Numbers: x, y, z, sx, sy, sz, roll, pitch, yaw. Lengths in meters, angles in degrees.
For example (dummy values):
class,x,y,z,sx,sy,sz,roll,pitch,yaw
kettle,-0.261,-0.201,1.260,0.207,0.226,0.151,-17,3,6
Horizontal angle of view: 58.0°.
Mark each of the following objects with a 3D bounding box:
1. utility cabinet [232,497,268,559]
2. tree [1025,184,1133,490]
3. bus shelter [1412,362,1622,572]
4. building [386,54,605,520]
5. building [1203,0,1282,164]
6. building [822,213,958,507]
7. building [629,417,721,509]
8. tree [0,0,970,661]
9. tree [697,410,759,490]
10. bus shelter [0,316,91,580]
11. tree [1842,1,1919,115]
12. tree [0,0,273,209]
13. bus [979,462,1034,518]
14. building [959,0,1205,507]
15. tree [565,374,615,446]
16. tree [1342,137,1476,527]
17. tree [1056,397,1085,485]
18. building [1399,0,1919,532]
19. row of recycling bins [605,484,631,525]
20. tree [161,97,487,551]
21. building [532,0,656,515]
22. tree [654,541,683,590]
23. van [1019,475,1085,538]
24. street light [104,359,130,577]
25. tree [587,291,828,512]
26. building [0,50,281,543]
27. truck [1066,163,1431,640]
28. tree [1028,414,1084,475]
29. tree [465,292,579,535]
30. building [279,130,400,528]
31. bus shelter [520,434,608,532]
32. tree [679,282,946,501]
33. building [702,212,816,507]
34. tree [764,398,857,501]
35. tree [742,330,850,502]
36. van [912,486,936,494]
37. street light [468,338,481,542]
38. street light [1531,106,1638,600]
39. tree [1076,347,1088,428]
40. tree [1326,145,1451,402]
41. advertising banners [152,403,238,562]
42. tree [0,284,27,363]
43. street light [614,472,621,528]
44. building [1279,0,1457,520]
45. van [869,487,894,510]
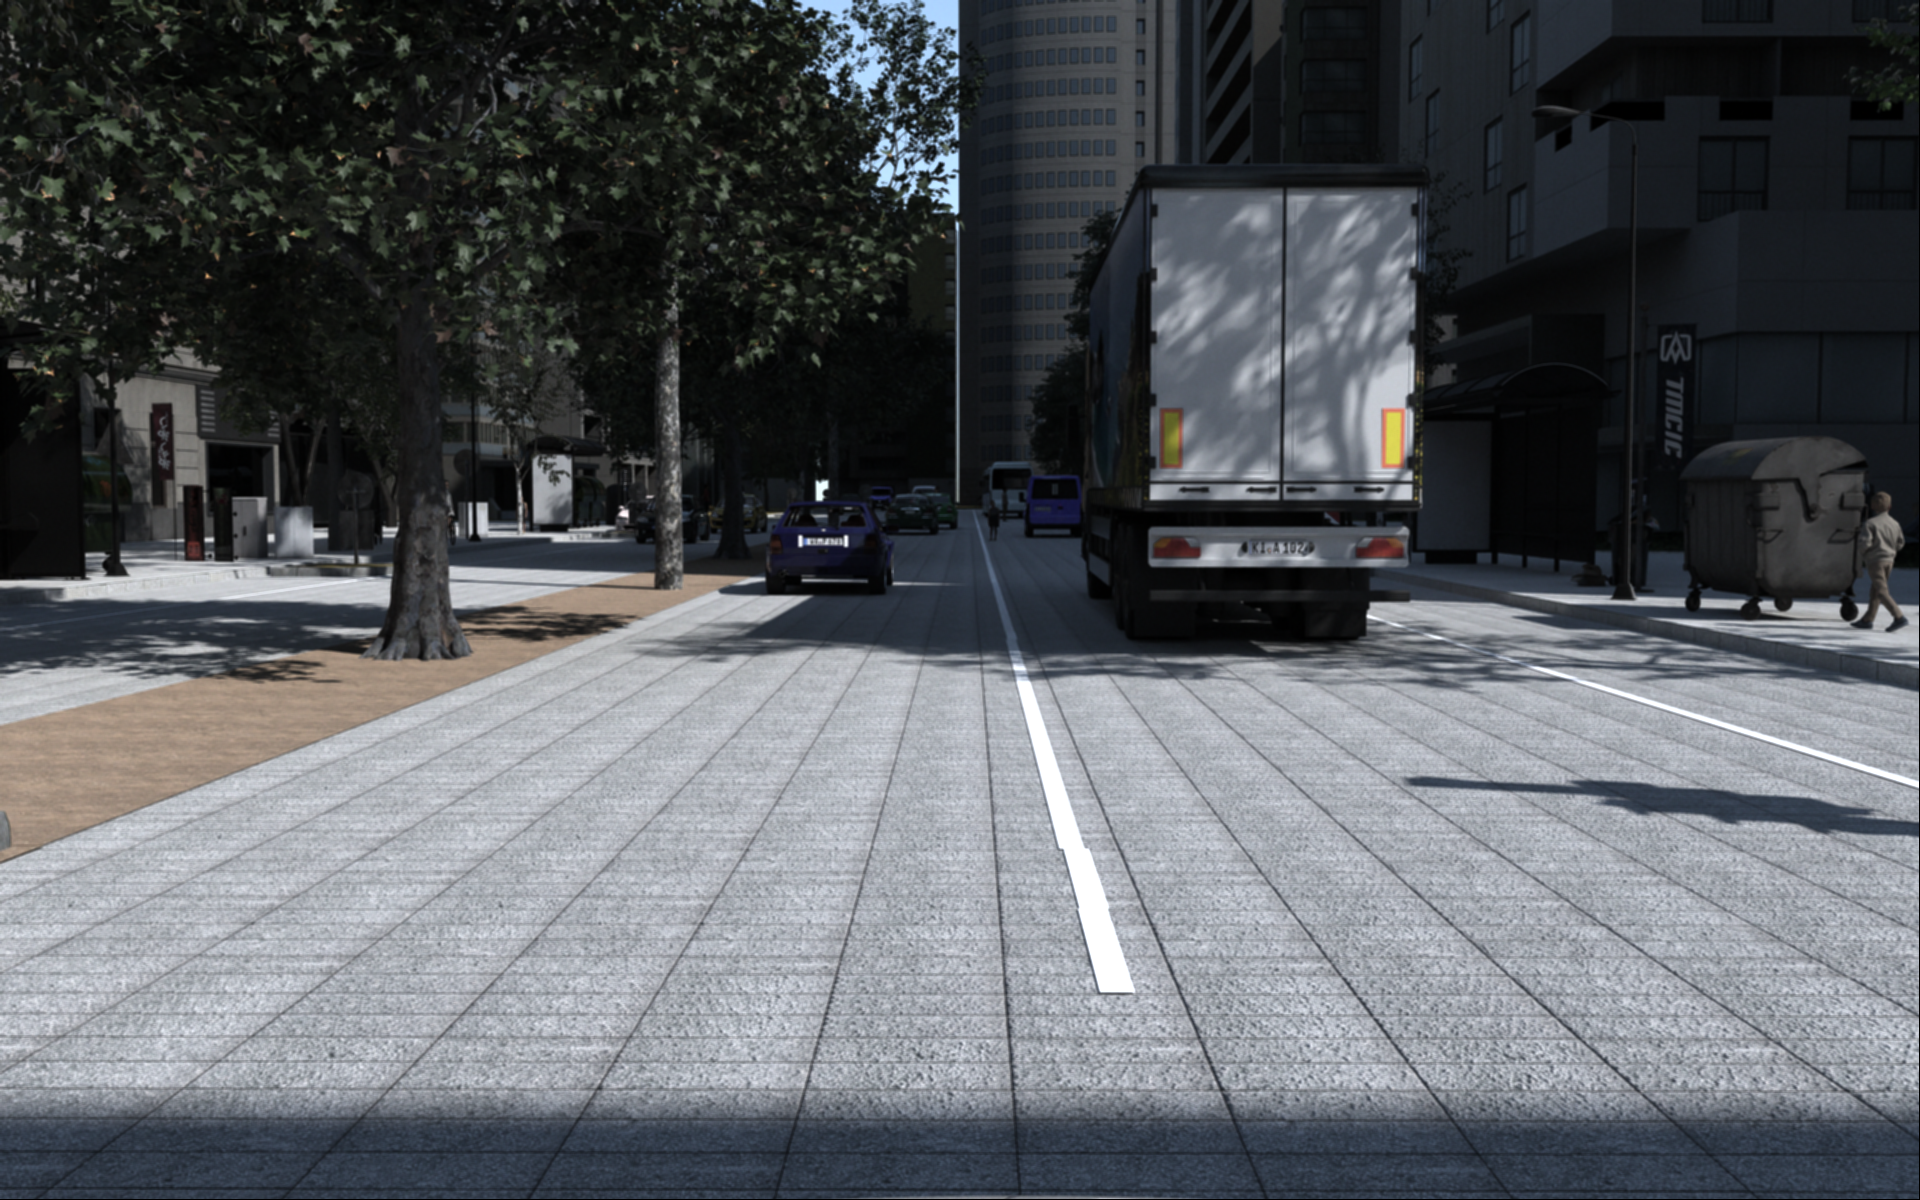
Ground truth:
class,x,y,z,sx,sy,sz,roll,pitch,yaw
utility cabinet,-14.388,-1.440,34.704,1.020,1.237,0.306,1,4,19
tree,8.442,-10.003,70.211,9.857,13.997,8.962,0,3,0
bus shelter,9.105,-2.163,29.281,2.014,3.302,5.546,0,3,0
building,-36.904,-24.554,93.338,32.217,40.220,23.993,0,4,0
building,27.506,-29.726,109.726,21.300,48.544,21.600,0,4,0
building,-7.246,-24.959,179.782,14.107,30.474,14.160,0,4,0
building,-36.400,-50.433,137.251,31.000,86.520,22.319,0,4,0
tree,-4.741,-5.844,15.020,9.611,12.733,9.660,0,3,0
tree,-13.172,-9.117,99.423,4.737,8.622,4.395,0,3,0
bus shelter,-13.550,-1.923,22.726,1.731,3.624,6.357,0,4,0
tree,8.916,-5.265,11.835,9.928,11.665,9.643,0,3,0
tree,-4.798,-3.339,7.407,4.360,8.622,3.978,0,3,0
bus,2.834,-6.802,106.075,2.948,3.499,13.247,0,4,-1
building,13.930,-39.150,182.108,28.212,58.520,21.231,0,4,0
tree,-12.905,-8.590,74.867,8.767,10.594,7.601,-3,4,-37
tree,8.547,-5.230,35.875,4.360,8.622,3.978,0,3,0
tree,8.966,-10.950,129.394,4.360,8.622,3.978,0,3,0
building,31.377,-28.643,57.550,28.713,52.752,27.495,0,4,0
row of recycling bins,-14.228,-4.020,72.837,1.069,1.692,3.534,0,4,1
tree,-14.483,-7.374,38.685,7.486,12.596,7.792,0,3,0
building,-31.331,-41.415,115.386,20.563,71.187,20.611,0,4,0
tree,-5.569,-10.265,26.184,12.611,20.169,13.585,0,3,0
van,3.140,-3.324,58.725,2.240,2.365,5.245,0,4,1
street light,-12.645,-3.325,26.902,1.470,5.913,1.316,0,4,0
tree,-14.201,-10.809,87.095,12.009,13.543,11.850,0,3,0
building,-29.983,-15.885,36.133,17.030,29.872,44.131,0,4,0
truck,2.856,-1.922,20.341,2.839,4.237,11.283,0,4,1
tree,9.798,-13.562,156.149,8.767,10.594,7.601,1,4,23
tree,-13.608,-6.294,53.264,4.360,8.622,3.978,0,3,0
building,-29.720,-12.198,66.886,16.820,18.784,16.811,0,4,0
bus shelter,-13.889,-4.125,61.367,2.014,3.302,5.546,0,3,0
tree,-4.567,-7.066,52.399,8.767,10.594,7.601,0,4,0
building,-22.449,-30.314,179.229,14.086,41.232,14.154,0,4,0
tree,-13.327,-15.118,153.828,9.857,13.997,8.962,0,3,0
tree,-4.196,-5.671,45.548,4.360,8.622,3.978,0,3,0
van,-1.761,-5.065,89.829,2.013,2.044,4.112,0,4,0
street light,-12.591,-4.536,46.703,1.470,5.913,1.316,0,4,0
street light,7.544,-2.959,20.916,1.470,5.913,1.316,0,4,0
tree,9.782,-10.741,93.743,7.486,12.596,7.792,0,3,0
tree,9.586,-6.849,46.396,7.601,10.594,8.767,1,4,21
advertising banners,-14.619,-2.254,33.047,2.074,3.025,0.090,2,4,24
tree,-18.519,-4.921,30.828,4.737,8.622,4.395,0,3,0
street light,-12.531,-5.732,66.265,1.470,5.913,1.316,0,4,0
building,23.965,-19.619,92.475,14.160,30.474,14.107,0,4,0
van,-6.608,-8.629,145.466,2.240,2.365,5.245,0,4,0
